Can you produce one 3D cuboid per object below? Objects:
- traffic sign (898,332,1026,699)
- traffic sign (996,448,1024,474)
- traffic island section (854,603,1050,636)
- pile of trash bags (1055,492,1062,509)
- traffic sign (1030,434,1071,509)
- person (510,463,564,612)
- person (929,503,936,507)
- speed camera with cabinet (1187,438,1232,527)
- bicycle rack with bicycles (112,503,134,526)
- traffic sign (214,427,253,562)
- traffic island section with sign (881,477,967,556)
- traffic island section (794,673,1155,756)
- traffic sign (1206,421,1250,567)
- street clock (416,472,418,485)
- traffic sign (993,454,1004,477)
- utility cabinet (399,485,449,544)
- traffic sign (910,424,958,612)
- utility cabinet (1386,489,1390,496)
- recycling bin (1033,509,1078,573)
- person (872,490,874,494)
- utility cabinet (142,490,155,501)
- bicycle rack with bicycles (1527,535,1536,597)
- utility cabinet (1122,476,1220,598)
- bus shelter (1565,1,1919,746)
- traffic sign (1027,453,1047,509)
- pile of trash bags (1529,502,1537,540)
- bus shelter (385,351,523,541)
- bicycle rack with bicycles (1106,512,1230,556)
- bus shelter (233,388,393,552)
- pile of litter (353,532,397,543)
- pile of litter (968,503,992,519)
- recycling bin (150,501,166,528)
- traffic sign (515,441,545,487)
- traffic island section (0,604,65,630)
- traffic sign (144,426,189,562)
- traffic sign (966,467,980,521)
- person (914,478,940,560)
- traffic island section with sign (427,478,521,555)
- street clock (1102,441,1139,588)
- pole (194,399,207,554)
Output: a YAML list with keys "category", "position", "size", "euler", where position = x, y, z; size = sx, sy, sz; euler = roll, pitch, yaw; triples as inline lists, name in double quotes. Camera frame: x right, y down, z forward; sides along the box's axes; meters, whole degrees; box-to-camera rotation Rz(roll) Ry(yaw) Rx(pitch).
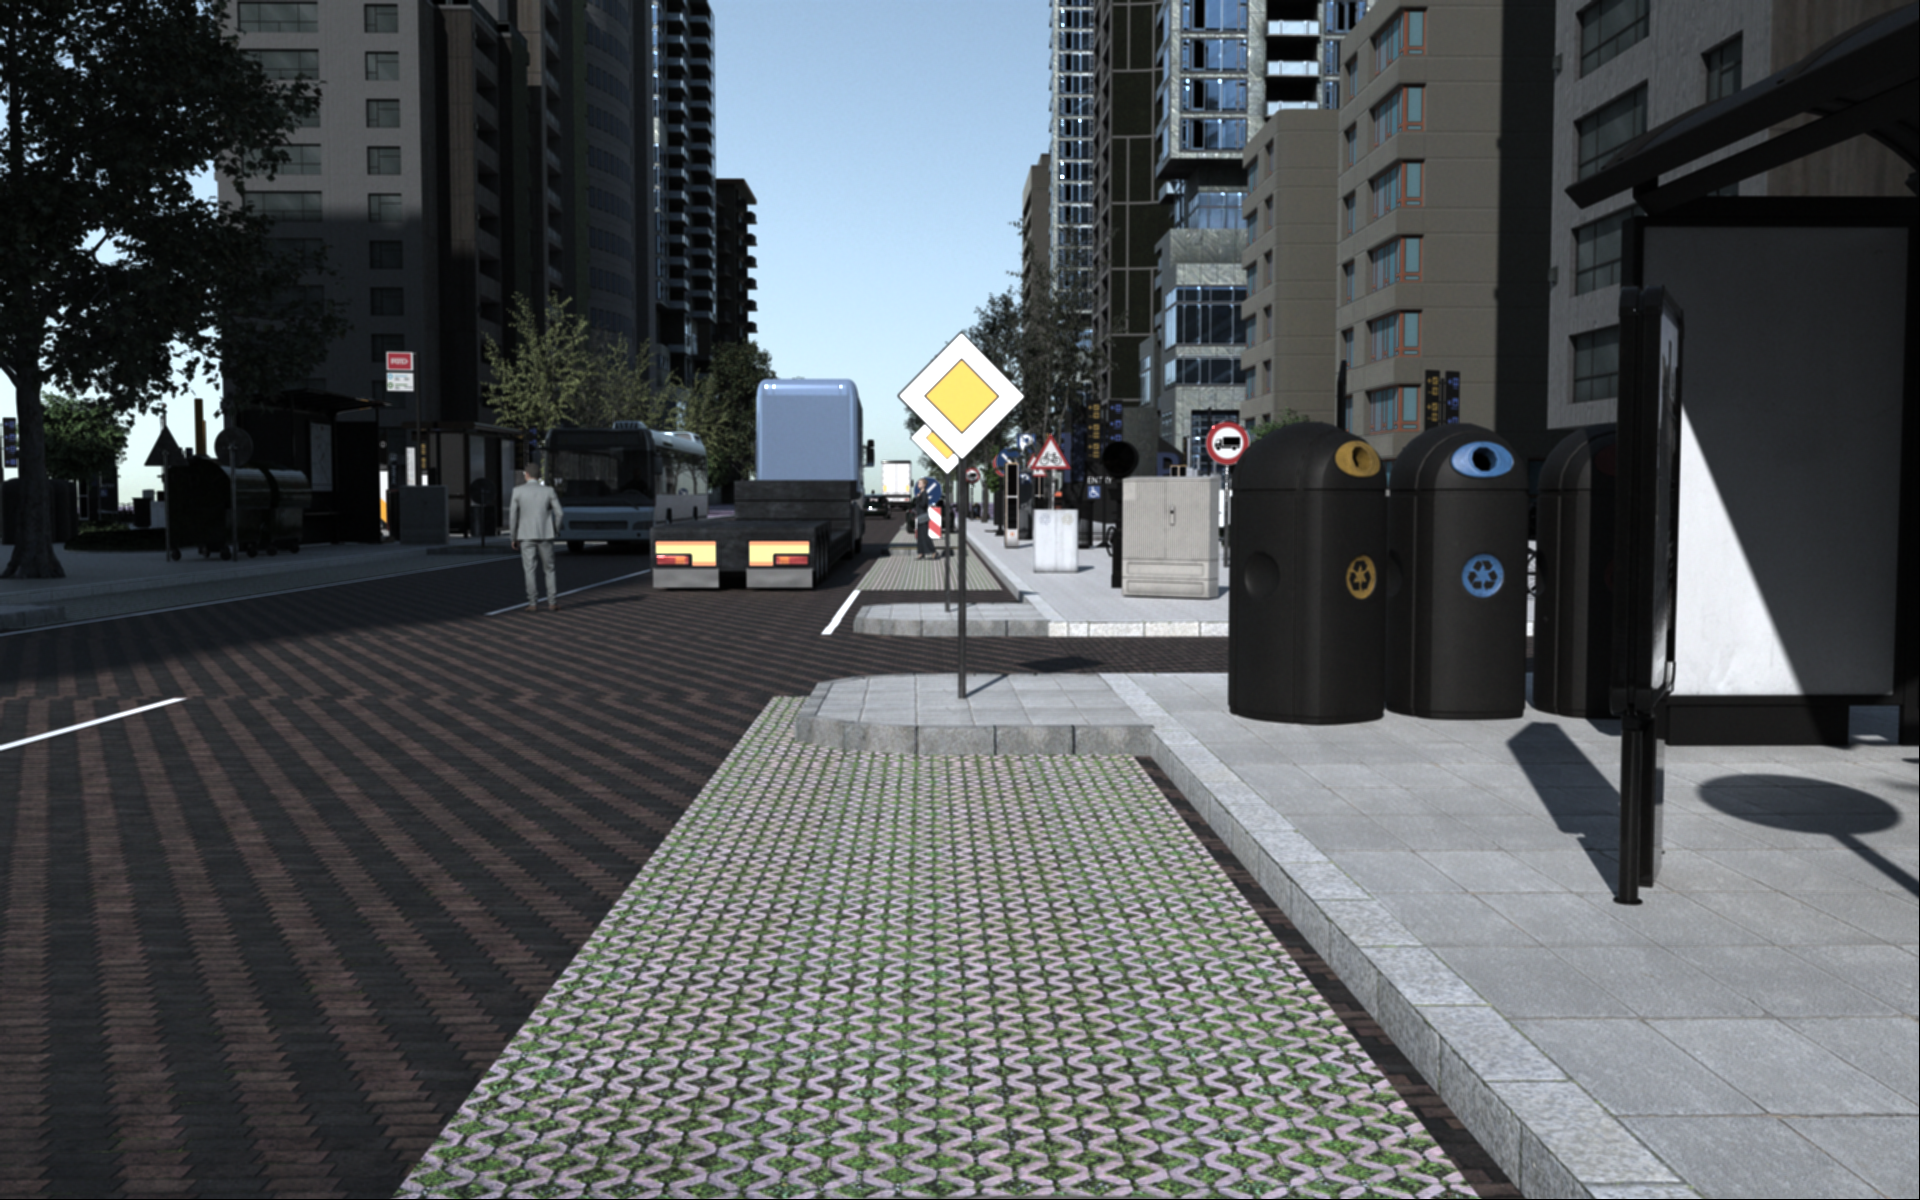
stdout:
- category: "traffic sign"
  position: [0.010, -0.438, 10.812]
  size: [0.795, 2.450, 0.064]
  euler: [0, 4, -1]
- category: "traffic sign"
  position: [1.365, -2.902, 47.561]
  size: [0.768, 2.556, 0.104]
  euler: [0, 4, 7]
- category: "traffic island section"
  position: [-0.116, 0.208, 18.873]
  size: [2.009, 0.180, 2.903]
  euler: [0, 4, -1]
- category: "pile of trash bags"
  position: [4.634, -3.593, 68.502]
  size: [1.912, 1.369, 3.447]
  euler: [2, 4, 30]
- category: "traffic sign"
  position: [1.967, -2.296, 37.550]
  size: [0.884, 2.594, 0.081]
  euler: [0, 4, 7]
- category: "person"
  position: [-5.157, -0.765, 21.108]
  size: [0.635, 1.810, 0.391]
  euler: [-2, 4, -24]
- category: "person"
  position: [-1.005, -2.601, 53.629]
  size: [0.523, 1.515, 0.503]
  euler: [-1, 4, -21]
- category: "speed camera with cabinet"
  position: [8.731, -4.063, 60.768]
  size: [2.038, 3.252, 0.660]
  euler: [1, 4, 18]
- category: "bicycle rack with bicycles"
  position: [-33.064, -3.458, 69.926]
  size: [2.852, 0.926, 2.925]
  euler: [0, 4, 8]
- category: "traffic sign"
  position: [-13.797, -2.005, 32.894]
  size: [0.768, 2.556, 0.104]
  euler: [0, 4, 7]
- category: "traffic island section with sign"
  position: [-0.859, -1.969, 40.825]
  size: [1.989, 1.847, 2.006]
  euler: [0, 4, -1]
- category: "traffic island section"
  position: [0.034, 0.697, 10.890]
  size: [2.009, 0.180, 2.903]
  euler: [0, 4, -1]
- category: "traffic sign"
  position: [4.661, -1.845, 30.264]
  size: [0.768, 2.556, 0.104]
  euler: [0, 4, -1]
- category: "street clock"
  position: [-17.579, -3.138, 55.880]
  size: [0.358, 2.002, 0.471]
  euler: [-1, 4, -23]
- category: "traffic sign"
  position: [1.350, -3.134, 51.348]
  size: [0.768, 2.556, 0.104]
  euler: [0, 4, 6]
- category: "utility cabinet"
  position: [-13.611, -2.160, 43.991]
  size: [1.173, 1.500, 0.318]
  euler: [0, 4, 1]
- category: "traffic sign"
  position: [-0.139, -0.927, 18.796]
  size: [0.795, 2.450, 0.064]
  euler: [0, 4, -1]
- category: "utility cabinet"
  position: [12.706, -2.617, 51.473]
  size: [0.318, 1.500, 1.173]
  euler: [0, 4, -3]
- category: "recycling bin"
  position: [1.570, -0.976, 28.505]
  size: [0.722, 1.027, 0.722]
  euler: [0, 4, 1]
- category: "person"
  position: [-6.507, -7.385, 129.963]
  size: [1.217, 1.735, 0.721]
  euler: [0, 4, 6]
- category: "utility cabinet"
  position: [-39.605, -4.639, 84.524]
  size: [0.318, 1.500, 1.173]
  euler: [-1, 4, -13]
- category: "bicycle rack with bicycles"
  position: [7.736, -0.459, 20.893]
  size: [2.852, 0.926, 2.925]
  euler: [-3, 5, -43]
- category: "utility cabinet"
  position: [2.586, -0.775, 21.353]
  size: [1.173, 1.500, 0.318]
  euler: [2, 4, 32]
- category: "bus shelter"
  position: [4.179, -0.756, 6.286]
  size: [2.014, 3.302, 5.546]
  euler: [0, 4, -1]
- category: "traffic sign"
  position: [2.299, -3.286, 53.724]
  size: [0.884, 2.594, 0.081]
  euler: [0, 4, 0]
- category: "pile of trash bags"
  position: [15.063, -2.369, 48.493]
  size: [3.447, 1.369, 1.912]
  euler: [0, 4, 4]
- category: "bus shelter"
  position: [-15.057, -4.508, 51.334]
  size: [2.179, 5.291, 8.768]
  euler: [0, 4, -1]
- category: "bicycle rack with bicycles"
  position: [4.351, -1.298, 34.602]
  size: [2.852, 0.926, 2.925]
  euler: [-1, 4, -9]
- category: "bus shelter"
  position: [-15.329, -3.066, 41.420]
  size: [1.731, 3.624, 6.357]
  euler: [0, 4, -1]
- category: "pile of litter"
  position: [-15.495, -1.944, 45.750]
  size: [1.176, 0.858, 1.719]
  euler: [-1, 4, -9]
- category: "pile of litter"
  position: [1.092, -4.611, 89.357]
  size: [1.176, 0.858, 1.719]
  euler: [3, 5, 45]
- category: "recycling bin"
  position: [-28.295, -3.006, 61.705]
  size: [0.722, 1.027, 0.722]
  euler: [1, 4, 19]
- category: "traffic sign"
  position: [-16.010, -4.435, 66.384]
  size: [2.265, 3.308, 0.079]
  euler: [0, 4, 3]
- category: "traffic island section"
  position: [-11.105, 0.221, 18.673]
  size: [2.009, 0.180, 2.903]
  euler: [0, 4, -1]
- category: "traffic sign"
  position: [-15.062, -2.011, 32.882]
  size: [0.884, 2.594, 0.081]
  euler: [0, 4, 5]
- category: "traffic sign"
  position: [0.575, -5.067, 82.958]
  size: [0.768, 2.556, 0.104]
  euler: [0, 4, 1]
- category: "person"
  position: [-0.757, -1.748, 37.509]
  size: [0.534, 1.772, 0.576]
  euler: [-2, 4, -24]
- category: "traffic island section with sign"
  position: [-11.539, -2.015, 41.574]
  size: [1.989, 1.847, 2.006]
  euler: [0, 4, -1]
- category: "street clock"
  position: [2.187, -1.169, 23.679]
  size: [0.471, 2.002, 0.358]
  euler: [1, 4, 17]
- category: "pole"
  position: [-16.261, -2.645, 37.086]
  size: [0.158, 3.312, 0.155]
  euler: [0, 3, 0]
